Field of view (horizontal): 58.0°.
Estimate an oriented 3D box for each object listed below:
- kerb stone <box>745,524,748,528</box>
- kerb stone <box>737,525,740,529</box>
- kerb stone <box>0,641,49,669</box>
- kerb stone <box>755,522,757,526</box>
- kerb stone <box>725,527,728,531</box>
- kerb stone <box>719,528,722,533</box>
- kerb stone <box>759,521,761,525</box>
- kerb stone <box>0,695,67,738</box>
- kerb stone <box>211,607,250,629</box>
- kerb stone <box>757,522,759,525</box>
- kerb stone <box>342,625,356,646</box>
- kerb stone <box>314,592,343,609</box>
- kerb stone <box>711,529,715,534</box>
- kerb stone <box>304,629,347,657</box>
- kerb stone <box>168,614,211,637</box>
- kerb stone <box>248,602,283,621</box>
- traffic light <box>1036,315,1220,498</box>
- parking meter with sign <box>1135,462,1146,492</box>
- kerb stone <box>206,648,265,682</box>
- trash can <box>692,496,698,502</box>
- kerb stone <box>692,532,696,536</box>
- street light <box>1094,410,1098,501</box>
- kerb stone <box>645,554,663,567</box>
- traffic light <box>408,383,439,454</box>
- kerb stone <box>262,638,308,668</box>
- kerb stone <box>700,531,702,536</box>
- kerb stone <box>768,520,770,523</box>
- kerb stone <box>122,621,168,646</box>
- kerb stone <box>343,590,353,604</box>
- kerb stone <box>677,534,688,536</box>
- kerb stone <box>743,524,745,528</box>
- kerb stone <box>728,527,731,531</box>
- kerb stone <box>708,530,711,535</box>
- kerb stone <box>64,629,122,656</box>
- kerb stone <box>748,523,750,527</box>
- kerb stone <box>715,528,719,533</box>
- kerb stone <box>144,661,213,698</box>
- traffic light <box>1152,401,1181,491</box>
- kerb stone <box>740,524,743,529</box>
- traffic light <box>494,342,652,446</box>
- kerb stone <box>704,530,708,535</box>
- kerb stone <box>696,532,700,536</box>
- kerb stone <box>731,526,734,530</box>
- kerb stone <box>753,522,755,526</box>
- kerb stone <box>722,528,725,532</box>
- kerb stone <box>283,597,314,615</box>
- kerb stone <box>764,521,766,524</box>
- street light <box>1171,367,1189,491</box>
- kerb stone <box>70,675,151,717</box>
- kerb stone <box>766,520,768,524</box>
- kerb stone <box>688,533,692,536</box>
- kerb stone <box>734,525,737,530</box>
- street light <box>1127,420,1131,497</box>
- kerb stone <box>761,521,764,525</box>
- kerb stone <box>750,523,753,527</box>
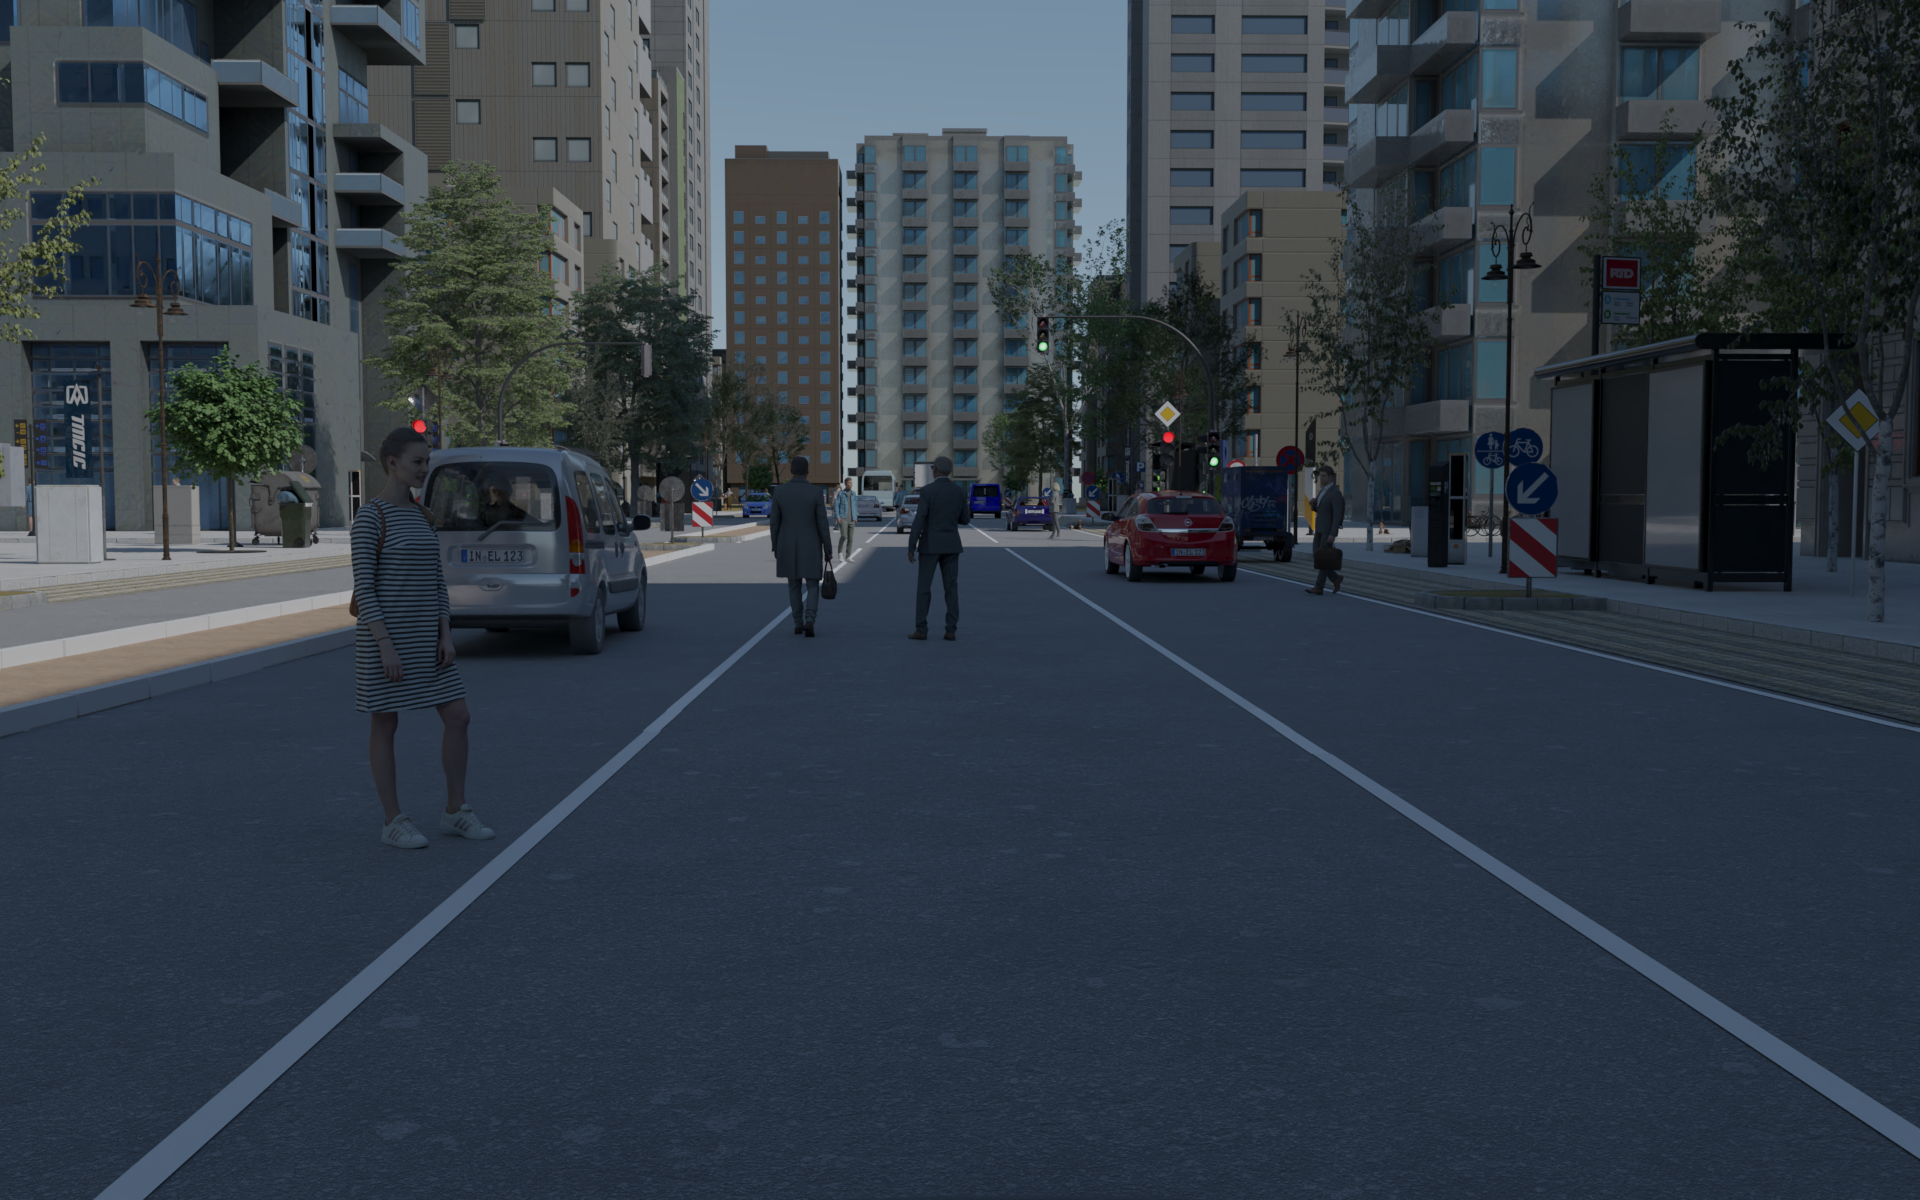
[{"bbox_3d":[-9.121,-3.082,72.606,0.120,0.150,1.000,0,4,-1],"label":"kerb stone"},{"bbox_3d":[-9.051,-2.895,69.525,0.120,0.150,1.000,0,4,-1],"label":"kerb stone"},{"bbox_3d":[-7.894,0.463,14.644,0.120,0.150,1.000,0,4,-1],"label":"kerb stone"},{"bbox_3d":[-9.204,-3.334,76.699,0.120,0.150,1.000,0,4,-1],"label":"kerb stone"},{"bbox_3d":[-8.969,-2.644,65.421,0.120,0.150,1.000,0,4,-1],"label":"kerb stone"},{"bbox_3d":[-8.922,-2.519,63.377,0.120,0.150,1.000,0,4,-1],"label":"kerb stone"},{"bbox_3d":[-9.254,-3.460,78.761,0.120,0.150,1.000,0,4,-1],"label":"kerb stone"},{"bbox_3d":[-5.703,0.710,10.587,0.120,0.150,1.000,0,4,-1],"label":"kerb stone"},{"bbox_3d":[-7.971,0.212,18.737,0.120,0.150,1.000,0,4,-1],"label":"kerb stone"},{"bbox_3d":[-9.226,-3.395,77.724,0.120,0.150,1.000,0,4,-1],"label":"kerb stone"},{"bbox_3d":[-5.840,0.334,16.737,0.120,0.150,1.000,0,4,-1],"label":"kerb stone"},{"bbox_3d":[-8.041,0.025,21.821,0.120,0.150,1.000,0,4,-1],"label":"kerb stone"},{"bbox_3d":[-8.870,-2.393,61.322,0.120,0.150,1.000,0,4,-1],"label":"kerb stone"},{"bbox_3d":[-5.813,0.396,15.715,0.120,0.150,1.000,0,4,-1],"label":"kerb stone"},{"bbox_3d":[-7.958,0.278,17.715,0.120,0.150,1.000,0,4,-1],"label":"kerb stone"},{"bbox_3d":[-8.001,0.149,19.763,0.120,0.150,1.000,0,4,-1],"label":"kerb stone"},{"bbox_3d":[4.307,-4.247,44.111,4.771,5.953,1.251,0,4,-1],"label":"traffic light"},{"bbox_3d":[9.684,-5.920,93.059,0.543,3.016,1.738,0,4,6],"label":"parking meter with sign"},{"bbox_3d":[-5.757,0.521,13.672,0.120,0.150,1.000,0,4,-1],"label":"kerb stone"},{"bbox_3d":[-17.954,-6.434,116.850,0.748,1.137,0.748,0,3,0],"label":"trash can"},{"bbox_3d":[-8.768,-2.080,56.198,0.120,0.150,1.000,0,4,-1],"label":"kerb stone"},{"bbox_3d":[7.443,-7.485,95.167,0.468,5.910,1.993,0,4,-1],"label":"street light"},{"bbox_3d":[-6.223,-0.792,35.189,0.120,0.150,1.000,0,4,-1],"label":"kerb stone"},{"bbox_3d":[-13.559,-3.360,43.859,0.839,4.253,0.868,0,4,-1],"label":"traffic light"},{"bbox_3d":[-5.790,0.461,14.693,0.120,0.150,1.000,0,4,-1],"label":"kerb stone"},{"bbox_3d":[-8.811,-2.204,58.254,0.120,0.150,1.000,0,4,-1],"label":"kerb stone"},{"bbox_3d":[-9.330,-3.703,82.851,0.120,0.150,1.000,0,4,-1],"label":"kerb stone"},{"bbox_3d":[-7.935,0.337,16.693,0.120,0.150,1.000,0,4,-1],"label":"kerb stone"},{"bbox_3d":[-8.061,-0.034,22.843,0.120,0.150,1.000,0,4,-1],"label":"kerb stone"},{"bbox_3d":[-8.727,-1.954,54.146,0.120,0.150,1.000,0,4,-1],"label":"kerb stone"},{"bbox_3d":[-9.098,-3.020,71.572,0.120,0.150,1.000,0,4,-1],"label":"kerb stone"},{"bbox_3d":[-8.989,-2.704,66.449,0.120,0.150,1.000,0,4,-1],"label":"kerb stone"},{"bbox_3d":[-8.865,-2.328,60.300,0.120,0.150,1.000,0,4,-1],"label":"kerb stone"},{"bbox_3d":[-7.901,0.399,15.666,0.120,0.150,1.000,0,4,-1],"label":"kerb stone"},{"bbox_3d":[-9.141,-3.142,73.633,0.120,0.150,1.000,0,4,-1],"label":"kerb stone"},{"bbox_3d":[-8.904,-2.456,62.349,0.120,0.150,1.000,0,4,-1],"label":"kerb stone"},{"bbox_3d":[-5.744,0.584,12.650,0.120,0.150,1.000,0,4,-1],"label":"kerb stone"},{"bbox_3d":[6.228,-3.875,52.280,0.839,4.253,0.868,0,4,-1],"label":"traffic light"},{"bbox_3d":[-9.074,-2.957,70.547,0.120,0.150,1.000,0,4,-1],"label":"kerb stone"},{"bbox_3d":[-11.639,-4.725,51.921,4.771,5.953,1.251,0,4,-1],"label":"traffic light"},{"bbox_3d":[-8.838,-2.268,59.276,0.120,0.150,1.000,0,4,-1],"label":"kerb stone"},{"bbox_3d":[-8.796,-2.143,57.226,0.120,0.150,1.000,0,4,-1],"label":"kerb stone"},{"bbox_3d":[-9.012,-2.770,67.478,0.120,0.150,1.000,0,4,-1],"label":"kerb stone"},{"bbox_3d":[-9.185,-3.266,75.677,0.120,0.150,1.000,0,4,-1],"label":"kerb stone"},{"bbox_3d":[-8.940,-2.581,64.399,0.120,0.150,1.000,0,4,-1],"label":"kerb stone"},{"bbox_3d":[-8.023,0.089,20.793,0.120,0.150,1.000,0,4,-1],"label":"kerb stone"},{"bbox_3d":[-9.291,-3.585,80.806,0.120,0.150,1.000,0,4,-1],"label":"kerb stone"},{"bbox_3d":[8.015,-5.532,63.229,0.468,5.910,1.993,0,4,-1],"label":"street light"},{"bbox_3d":[-5.729,0.647,11.622,0.120,0.150,1.000,0,4,-1],"label":"kerb stone"},{"bbox_3d":[-9.315,-3.647,81.828,0.120,0.150,1.000,0,4,-1],"label":"kerb stone"},{"bbox_3d":[-8.750,-2.017,55.173,0.120,0.150,1.000,0,4,-1],"label":"kerb stone"},{"bbox_3d":[-9.032,-2.827,68.503,0.120,0.150,1.000,0,4,-1],"label":"kerb stone"},{"bbox_3d":[7.772,-6.508,79.199,0.468,5.910,1.993,0,4,-1],"label":"street light"},{"bbox_3d":[-9.267,-3.522,79.783,0.120,0.150,1.000,0,4,-1],"label":"kerb stone"},{"bbox_3d":[-9.162,-3.208,74.655,0.120,0.150,1.000,0,4,-1],"label":"kerb stone"}]
